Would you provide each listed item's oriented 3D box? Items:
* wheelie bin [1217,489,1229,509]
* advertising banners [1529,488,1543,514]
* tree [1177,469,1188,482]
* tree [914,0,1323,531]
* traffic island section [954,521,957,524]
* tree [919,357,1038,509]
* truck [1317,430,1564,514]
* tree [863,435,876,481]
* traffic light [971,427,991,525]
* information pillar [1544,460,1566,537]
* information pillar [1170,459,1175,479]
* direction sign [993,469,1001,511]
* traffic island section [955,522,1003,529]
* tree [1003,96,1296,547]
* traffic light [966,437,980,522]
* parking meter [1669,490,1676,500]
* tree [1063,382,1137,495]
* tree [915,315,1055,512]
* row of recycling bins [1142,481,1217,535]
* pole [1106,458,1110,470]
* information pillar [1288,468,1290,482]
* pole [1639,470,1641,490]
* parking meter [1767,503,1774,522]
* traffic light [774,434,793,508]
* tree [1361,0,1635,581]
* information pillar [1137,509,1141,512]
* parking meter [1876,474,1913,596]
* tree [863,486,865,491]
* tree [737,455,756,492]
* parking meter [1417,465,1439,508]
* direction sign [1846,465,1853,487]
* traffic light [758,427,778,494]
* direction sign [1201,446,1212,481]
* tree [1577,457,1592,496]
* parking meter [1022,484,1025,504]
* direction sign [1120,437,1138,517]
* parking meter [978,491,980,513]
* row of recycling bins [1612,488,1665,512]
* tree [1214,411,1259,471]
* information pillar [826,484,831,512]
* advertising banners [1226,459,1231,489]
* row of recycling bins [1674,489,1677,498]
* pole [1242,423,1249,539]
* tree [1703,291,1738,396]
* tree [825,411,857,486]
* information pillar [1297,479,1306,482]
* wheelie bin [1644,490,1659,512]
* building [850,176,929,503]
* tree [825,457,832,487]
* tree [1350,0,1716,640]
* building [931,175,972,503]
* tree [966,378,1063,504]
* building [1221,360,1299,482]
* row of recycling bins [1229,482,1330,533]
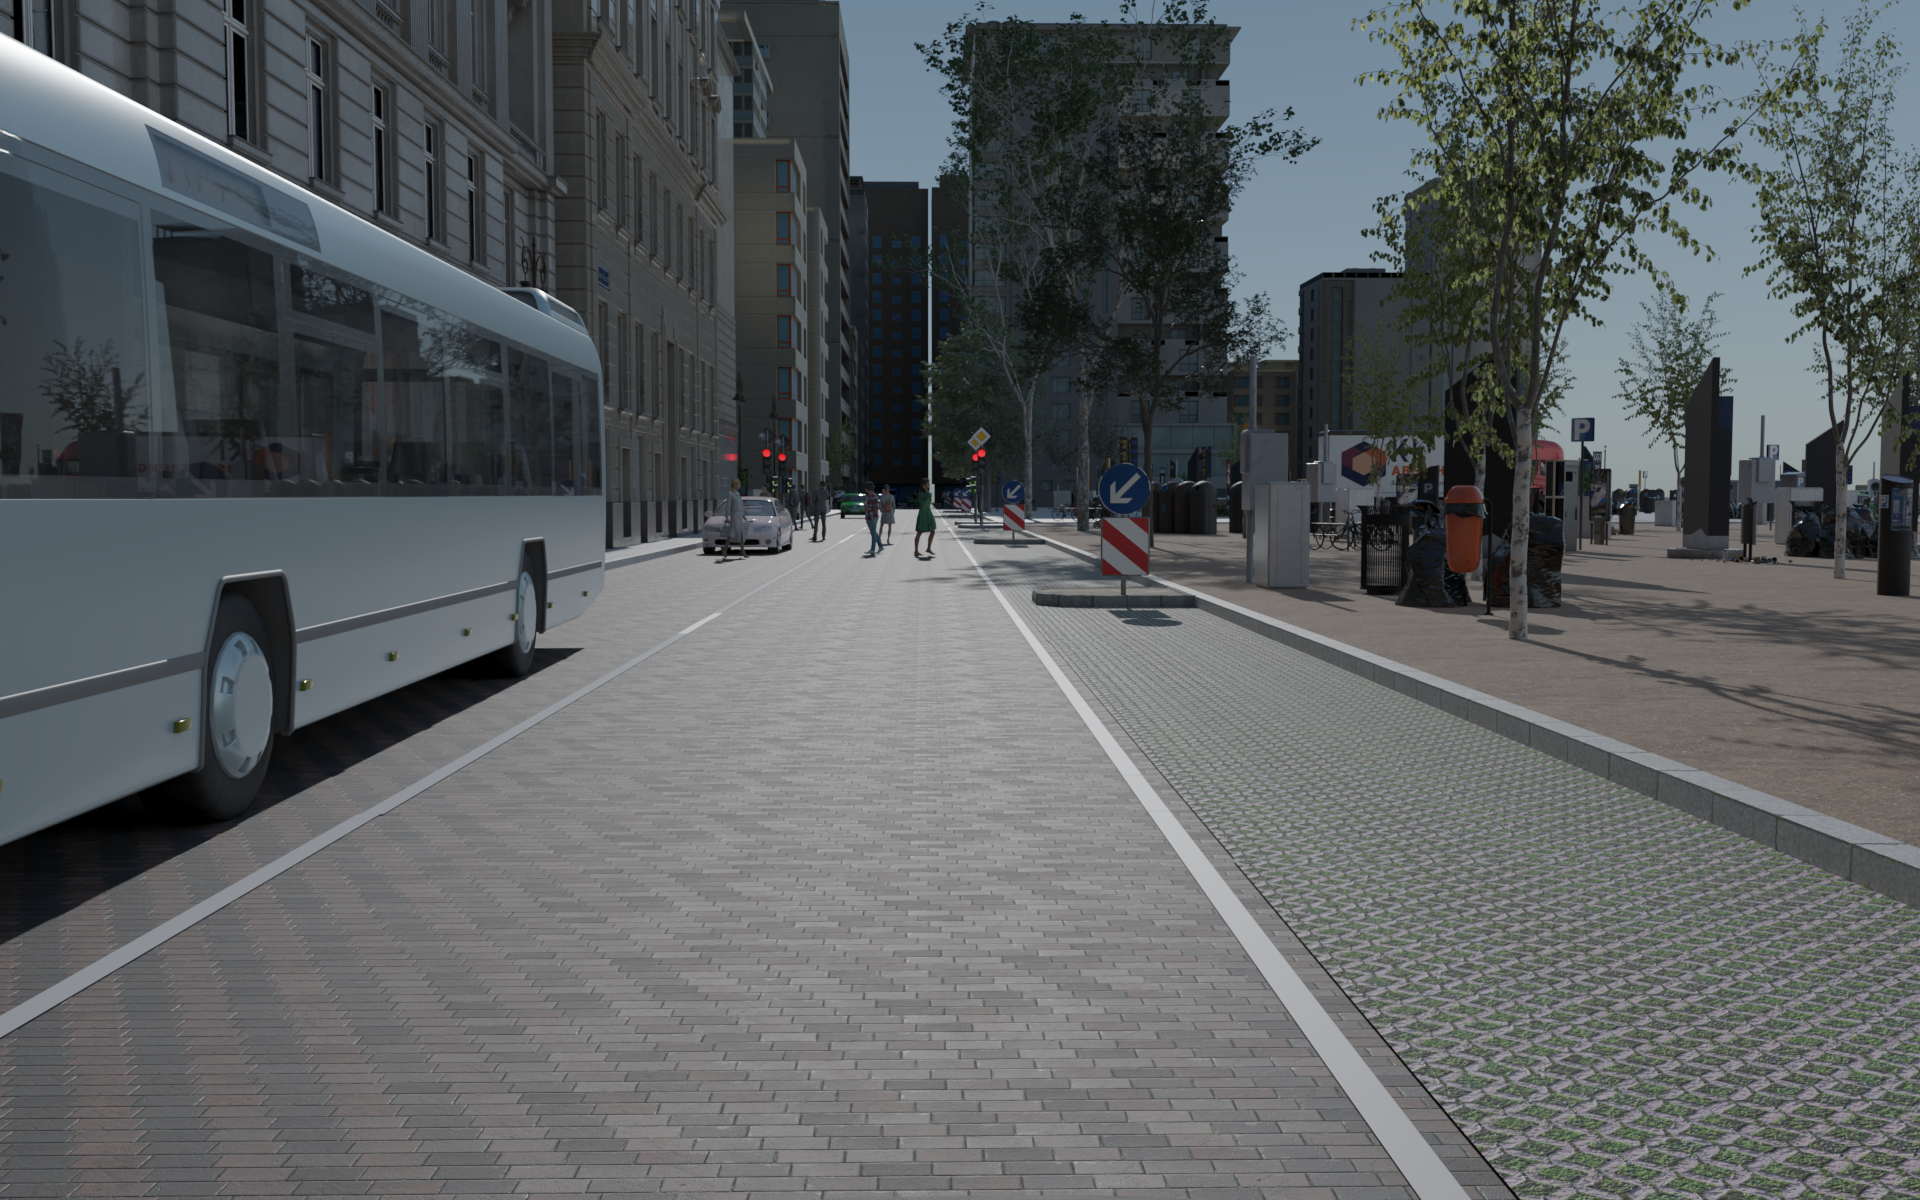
[{"bbox_3d":[14.755,-5.521,98.180,0.980,1.594,0.693,0,4,0],"label":"wheelie bin"},{"bbox_3d":[36.909,-7.142,112.962,2.074,3.025,0.090,0,4,-7],"label":"advertising banners"},{"bbox_3d":[17.590,-8.595,135.129,1.663,3.219,1.824,0,3,0],"label":"tree"},{"bbox_3d":[5.170,-12.387,58.416,12.611,20.169,13.585,0,3,0],"label":"tree"},{"bbox_3d":[0.753,-3.568,80.620,2.009,0.180,2.903,0,4,-1],"label":"traffic island section"},{"bbox_3d":[1.603,-14.691,150.563,12.009,13.543,11.850,0,3,0],"label":"tree"},{"bbox_3d":[21.830,-5.415,77.453,11.283,4.237,2.839,0,4,1],"label":"truck"},{"bbox_3d":[-12.513,-16.215,215.479,4.360,8.622,3.978,0,3,0],"label":"tree"},{"bbox_3d":[0.879,-5.113,72.522,0.839,4.253,0.868,0,4,-1],"label":"traffic light"},{"bbox_3d":[12.722,-1.991,37.047,0.304,2.012,0.304,-1,4,-19],"label":"information pillar"},{"bbox_3d":[14.227,-7.592,115.481,0.504,3.616,0.183,1,4,13],"label":"information pillar"},{"bbox_3d":[2.810,-8.545,131.711,0.876,3.537,0.379,-3,5,-42],"label":"direction sign"},{"bbox_3d":[0.919,-3.080,72.637,2.009,0.180,2.903,0,4,-1],"label":"traffic island section"},{"bbox_3d":[4.307,-6.564,41.732,7.601,10.594,8.767,-3,4,-36],"label":"tree"},{"bbox_3d":[0.713,-5.602,80.506,0.839,4.253,0.868,0,4,-1],"label":"traffic light"},{"bbox_3d":[44.113,-6.043,107.222,0.372,1.533,0.369,0,3,0],"label":"parking meter"},{"bbox_3d":[9.164,-9.835,111.160,4.360,8.622,3.978,0,3,0],"label":"tree"},{"bbox_3d":[1.816,-13.201,122.498,9.857,13.997,8.962,0,3,0],"label":"tree"},{"bbox_3d":[7.133,-3.011,56.347,1.069,1.692,3.534,-2,4,-29],"label":"row of recycling bins"},{"bbox_3d":[8.407,-6.389,98.302,0.158,3.312,0.155,0,3,0],"label":"pole"},{"bbox_3d":[26.994,-9.244,142.501,0.183,3.616,0.504,-1,4,-22],"label":"information pillar"},{"bbox_3d":[57.748,-9.377,147.156,0.158,3.312,0.155,0,3,0],"label":"pole"},{"bbox_3d":[37.901,-4.604,80.981,0.255,1.863,0.399,3,5,40],"label":"parking meter"},{"bbox_3d":[-8.196,-5.589,80.306,0.839,4.253,0.868,0,4,-1],"label":"traffic light"},{"bbox_3d":[7.811,-4.605,25.652,4.737,8.622,4.395,0,3,0],"label":"tree"},{"bbox_3d":[12.763,-7.288,123.658,0.304,2.012,0.304,1,4,17],"label":"information pillar"},{"bbox_3d":[11.835,-0.826,21.923,0.372,1.533,0.369,0,3,0],"label":"parking meter"},{"bbox_3d":[-12.381,-13.094,208.682,1.663,3.219,1.824,0,3,0],"label":"tree"},{"bbox_3d":[-9.785,-4.831,73.588,1.663,3.219,1.824,0,3,0],"label":"tree"},{"bbox_3d":[9.413,-1.782,34.845,0.399,1.863,0.255,1,4,22],"label":"parking meter"},{"bbox_3d":[74.601,-9.399,145.670,0.876,3.537,0.379,-1,4,-23],"label":"direction sign"},{"bbox_3d":[-8.030,-5.101,72.322,0.839,4.253,0.868,0,4,-1],"label":"traffic light"},{"bbox_3d":[11.725,-5.531,82.432,0.379,3.537,0.876,-1,4,-22],"label":"direction sign"},{"bbox_3d":[32.395,-5.884,90.798,1.663,3.219,1.824,0,3,0],"label":"tree"},{"bbox_3d":[3.891,-5.926,102.609,0.399,1.863,0.255,-1,4,-15],"label":"parking meter"},{"bbox_3d":[6.706,-4.703,68.894,0.876,3.537,0.379,-2,4,-31],"label":"direction sign"},{"bbox_3d":[1.410,-6.831,120.095,0.372,1.533,0.369,0,3,0],"label":"parking meter"},{"bbox_3d":[48.354,-7.121,123.547,3.534,1.692,1.069,1,4,11],"label":"row of recycling bins"},{"bbox_3d":[24.659,-12.377,152.725,4.737,8.622,4.395,0,3,0],"label":"tree"},{"bbox_3d":[-9.432,-7.311,124.023,0.304,2.012,0.304,-1,4,-17],"label":"information pillar"},{"bbox_3d":[13.576,-5.462,85.498,0.090,3.025,2.074,-1,4,-16],"label":"advertising banners"},{"bbox_3d":[64.624,-8.918,152.927,3.534,1.692,1.069,1,4,13],"label":"row of recycling bins"},{"bbox_3d":[8.239,-3.428,49.892,0.158,3.312,0.155,0,3,0],"label":"pole"},{"bbox_3d":[24.847,-6.696,59.847,4.737,8.622,4.395,0,3,0],"label":"tree"},{"bbox_3d":[-10.926,-12.392,152.969,4.737,8.622,4.395,0,3,0],"label":"tree"},{"bbox_3d":[16.759,-4.925,85.021,0.304,2.012,0.304,-2,4,-34],"label":"information pillar"},{"bbox_3d":[48.386,-6.926,121.148,0.980,1.594,0.693,1,4,20],"label":"wheelie bin"},{"bbox_3d":[-11.608,-36.482,246.597,14.200,45.320,14.600,0,4,-1],"label":"building"},{"bbox_3d":[-10.645,-8.430,121.550,4.285,4.588,4.351,0,3,0],"label":"tree"},{"bbox_3d":[5.167,-3.963,15.162,4.360,8.622,3.978,0,3,0],"label":"tree"},{"bbox_3d":[3.074,-36.428,245.712,14.200,45.320,14.600,0,4,-1],"label":"building"},{"bbox_3d":[3.447,-9.777,110.213,4.360,8.622,3.978,0,3,0],"label":"tree"},{"bbox_3d":[52.123,-25.037,254.400,28.899,21.520,27.650,0,4,-1],"label":"building"},{"bbox_3d":[10.648,-3.079,57.448,3.534,1.692,1.069,-1,4,-16],"label":"row of recycling bins"}]
